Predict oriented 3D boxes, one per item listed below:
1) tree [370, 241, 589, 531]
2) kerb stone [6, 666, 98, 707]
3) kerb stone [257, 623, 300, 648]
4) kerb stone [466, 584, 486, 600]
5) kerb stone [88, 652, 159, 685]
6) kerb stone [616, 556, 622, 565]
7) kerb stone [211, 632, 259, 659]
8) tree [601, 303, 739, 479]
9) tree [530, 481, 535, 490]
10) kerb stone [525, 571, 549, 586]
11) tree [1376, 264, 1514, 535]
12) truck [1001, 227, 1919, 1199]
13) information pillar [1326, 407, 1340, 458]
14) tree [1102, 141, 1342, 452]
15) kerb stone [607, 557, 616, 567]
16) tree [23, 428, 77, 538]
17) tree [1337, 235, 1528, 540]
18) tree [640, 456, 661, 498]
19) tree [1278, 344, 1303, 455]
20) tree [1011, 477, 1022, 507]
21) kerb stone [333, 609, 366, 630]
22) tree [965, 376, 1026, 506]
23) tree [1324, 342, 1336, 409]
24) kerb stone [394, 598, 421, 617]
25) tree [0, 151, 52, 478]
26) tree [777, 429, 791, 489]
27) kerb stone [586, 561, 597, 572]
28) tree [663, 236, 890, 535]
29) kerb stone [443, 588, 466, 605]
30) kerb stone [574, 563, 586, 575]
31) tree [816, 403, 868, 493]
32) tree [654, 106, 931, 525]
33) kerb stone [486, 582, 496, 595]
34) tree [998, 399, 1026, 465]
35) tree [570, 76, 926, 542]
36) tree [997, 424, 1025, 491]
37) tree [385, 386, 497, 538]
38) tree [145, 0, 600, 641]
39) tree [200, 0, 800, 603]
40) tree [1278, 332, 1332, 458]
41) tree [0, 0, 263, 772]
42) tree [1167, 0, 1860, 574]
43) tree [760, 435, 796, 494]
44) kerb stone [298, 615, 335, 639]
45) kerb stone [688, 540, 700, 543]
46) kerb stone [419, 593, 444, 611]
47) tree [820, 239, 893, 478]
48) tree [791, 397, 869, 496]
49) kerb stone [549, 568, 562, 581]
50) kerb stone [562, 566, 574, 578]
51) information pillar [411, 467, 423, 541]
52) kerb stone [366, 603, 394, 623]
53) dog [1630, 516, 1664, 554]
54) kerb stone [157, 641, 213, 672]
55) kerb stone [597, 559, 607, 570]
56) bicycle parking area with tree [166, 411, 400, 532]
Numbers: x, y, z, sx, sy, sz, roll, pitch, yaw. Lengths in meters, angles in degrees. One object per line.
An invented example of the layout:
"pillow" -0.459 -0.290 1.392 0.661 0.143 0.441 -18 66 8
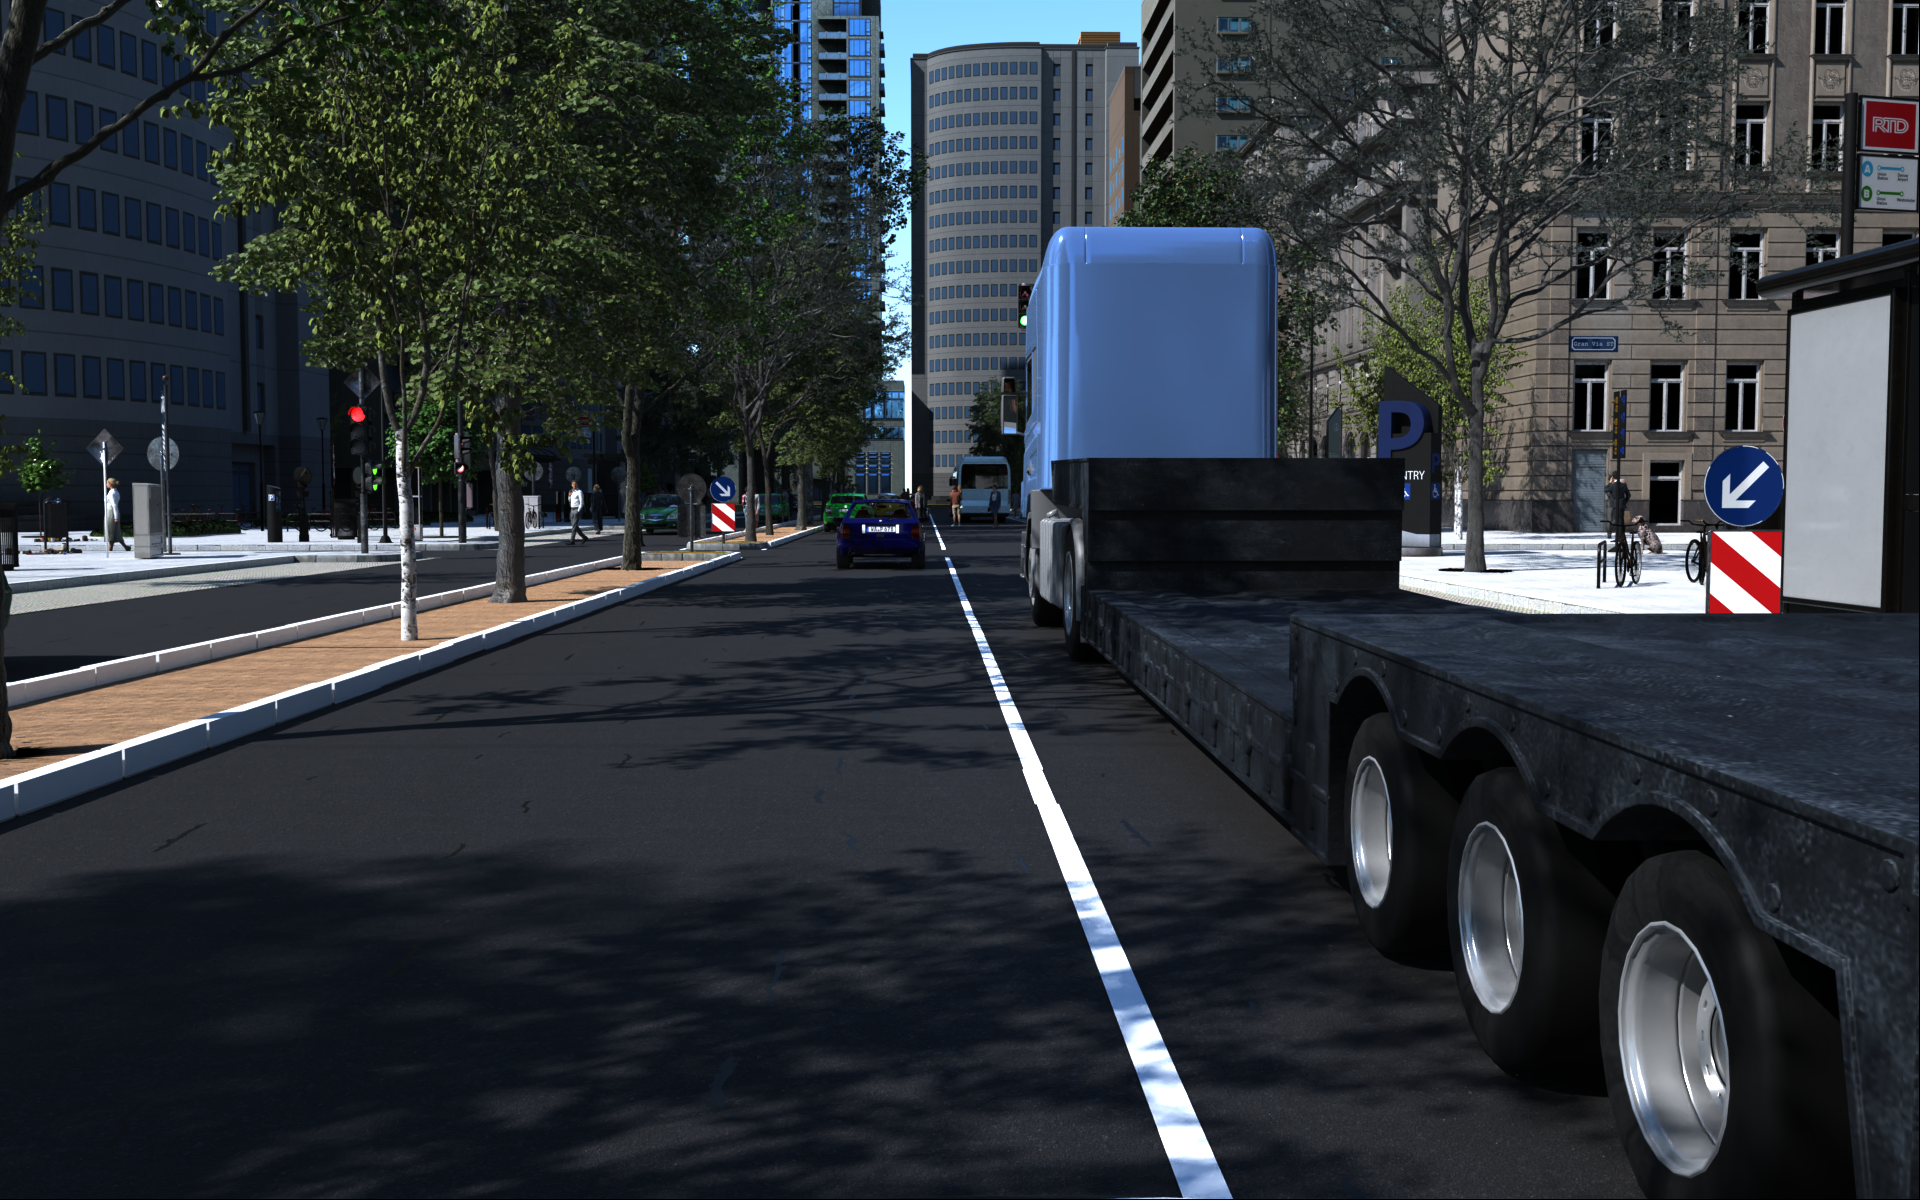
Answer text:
"tree" -16.303 -7.663 59.704 7.601 10.594 8.767 0 4 6
"kerb stone" -6.448 0.612 12.320 0.120 0.150 1.000 0 4 -1
"kerb stone" -6.525 0.357 16.421 0.120 0.150 1.000 0 4 -1
"kerb stone" -6.685 -0.086 23.599 0.120 0.150 1.000 0 4 -1
"kerb stone" -6.474 0.542 13.341 0.120 0.150 1.000 0 4 -1
"kerb stone" -6.945 -0.775 34.864 0.120 0.150 1.000 0 4 -1
"kerb stone" -6.509 0.416 15.399 0.120 0.150 1.000 0 4 -1
"tree" -17.217 -12.252 106.969 9.857 13.997 8.962 0 3 0
"tree" -21.927 -5.612 86.357 1.663 3.219 1.824 0 3 0
"kerb stone" -6.783 -0.335 27.691 0.120 0.150 1.000 0 4 -1
"tree" 15.538 -6.377 54.619 4.360 8.622 3.978 0 3 0
"truck" 2.235 -1.344 11.735 2.967 4.110 18.799 0 4 -2
"information pillar" 9.963 -3.360 46.298 0.504 3.616 0.183 -3 5 -40
"tree" 7.493 -8.532 56.499 9.611 12.733 9.660 0 3 0
"kerb stone" -6.920 -0.710 33.838 0.120 0.150 1.000 0 4 -1
"tree" -27.046 -3.441 50.862 1.663 3.219 1.824 0 3 0
"tree" 13.925 -5.997 48.416 4.737 8.622 4.395 0 3 0
"tree" -16.182 -5.791 89.290 1.663 3.219 1.824 0 3 0
"tree" 14.192 -7.971 80.683 4.737 8.622 4.395 0 3 0
"tree" 5.609 -10.957 173.739 1.663 3.219 1.824 0 3 0
"kerb stone" -6.585 0.228 18.464 0.120 0.150 1.000 0 4 -1
"tree" 5.372 -17.069 185.731 9.857 13.997 8.962 0 3 0
"tree" 15.851 -6.981 64.508 4.737 8.622 4.395 0 3 0
"kerb stone" -6.621 0.103 20.518 0.120 0.150 1.000 0 4 -1
"tree" -15.411 -4.595 25.496 4.737 8.622 4.395 0 3 0
"tree" -18.404 -14.664 190.122 4.737 8.622 4.395 0 3 0
"kerb stone" -6.872 -0.585 31.788 0.120 0.150 1.000 0 4 -1
"tree" -6.600 -7.546 60.244 8.767 10.594 7.601 0 4 -1
"kerb stone" -6.671 -0.023 22.573 0.120 0.150 1.000 0 4 -1
"kerb stone" -6.853 -0.523 30.766 0.120 0.150 1.000 0 4 -1
"tree" -7.544 -9.584 109.515 4.360 8.622 3.978 0 3 0
"tree" -8.113 -13.507 79.188 12.611 20.169 13.585 0 3 0
"kerb stone" -6.719 -0.148 24.620 0.120 0.150 1.000 0 4 -1
"tree" 6.310 -12.401 137.171 7.601 10.594 8.767 2 4 33
"tree" -6.074 -8.393 50.053 12.009 13.543 11.850 0 3 0
"tree" 5.885 -13.105 164.629 4.737 8.622 4.395 0 3 0
"tree" -15.224 -4.117 51.033 4.285 4.588 4.351 0 3 0
"tree" -5.320 -3.888 16.388 4.737 8.622 4.395 0 3 0
"tree" -6.038 -6.255 22.861 7.486 12.596 7.792 0 3 0
"tree" 14.305 -7.645 75.365 4.360 8.622 3.978 0 3 0
"tree" -5.222 -4.934 8.878 9.928 11.665 9.643 0 3 0
"tree" 8.382 -7.198 28.064 12.009 13.543 11.850 0 3 0
"tree" -19.099 -14.136 181.487 4.360 8.622 3.978 0 3 0
"kerb stone" -6.552 0.291 17.443 0.120 0.150 1.000 0 4 -1
"kerb stone" -7.197 -1.494 46.633 0.120 0.150 1.000 0 4 -1
"kerb stone" -6.646 0.040 21.542 0.120 0.150 1.000 0 4 -1
"tree" -6.360 -9.032 68.263 7.486 12.596 7.792 0 3 0
"tree" -7.621 -9.241 103.911 4.737 8.622 4.395 0 3 0
"kerb stone" -6.802 -0.396 28.713 0.120 0.150 1.000 0 4 -1
"kerb stone" -6.829 -0.461 29.737 0.120 0.150 1.000 0 4 -1
"information pillar" -14.756 -2.596 46.936 0.304 2.012 0.304 0 4 -4
"kerb stone" -6.608 0.166 19.492 0.120 0.150 1.000 0 4 -1
"dog" 14.854 -1.391 37.123 0.513 0.831 0.800 -2 4 -27
"kerb stone" -6.487 0.478 14.377 0.120 0.150 1.000 0 4 -1
"kerb stone" -6.890 -0.647 32.813 0.120 0.150 1.000 0 4 -1
"bicycle parking area with tree" -24.219 -4.622 62.569 9.016 4.147 8.231 1 4 16
